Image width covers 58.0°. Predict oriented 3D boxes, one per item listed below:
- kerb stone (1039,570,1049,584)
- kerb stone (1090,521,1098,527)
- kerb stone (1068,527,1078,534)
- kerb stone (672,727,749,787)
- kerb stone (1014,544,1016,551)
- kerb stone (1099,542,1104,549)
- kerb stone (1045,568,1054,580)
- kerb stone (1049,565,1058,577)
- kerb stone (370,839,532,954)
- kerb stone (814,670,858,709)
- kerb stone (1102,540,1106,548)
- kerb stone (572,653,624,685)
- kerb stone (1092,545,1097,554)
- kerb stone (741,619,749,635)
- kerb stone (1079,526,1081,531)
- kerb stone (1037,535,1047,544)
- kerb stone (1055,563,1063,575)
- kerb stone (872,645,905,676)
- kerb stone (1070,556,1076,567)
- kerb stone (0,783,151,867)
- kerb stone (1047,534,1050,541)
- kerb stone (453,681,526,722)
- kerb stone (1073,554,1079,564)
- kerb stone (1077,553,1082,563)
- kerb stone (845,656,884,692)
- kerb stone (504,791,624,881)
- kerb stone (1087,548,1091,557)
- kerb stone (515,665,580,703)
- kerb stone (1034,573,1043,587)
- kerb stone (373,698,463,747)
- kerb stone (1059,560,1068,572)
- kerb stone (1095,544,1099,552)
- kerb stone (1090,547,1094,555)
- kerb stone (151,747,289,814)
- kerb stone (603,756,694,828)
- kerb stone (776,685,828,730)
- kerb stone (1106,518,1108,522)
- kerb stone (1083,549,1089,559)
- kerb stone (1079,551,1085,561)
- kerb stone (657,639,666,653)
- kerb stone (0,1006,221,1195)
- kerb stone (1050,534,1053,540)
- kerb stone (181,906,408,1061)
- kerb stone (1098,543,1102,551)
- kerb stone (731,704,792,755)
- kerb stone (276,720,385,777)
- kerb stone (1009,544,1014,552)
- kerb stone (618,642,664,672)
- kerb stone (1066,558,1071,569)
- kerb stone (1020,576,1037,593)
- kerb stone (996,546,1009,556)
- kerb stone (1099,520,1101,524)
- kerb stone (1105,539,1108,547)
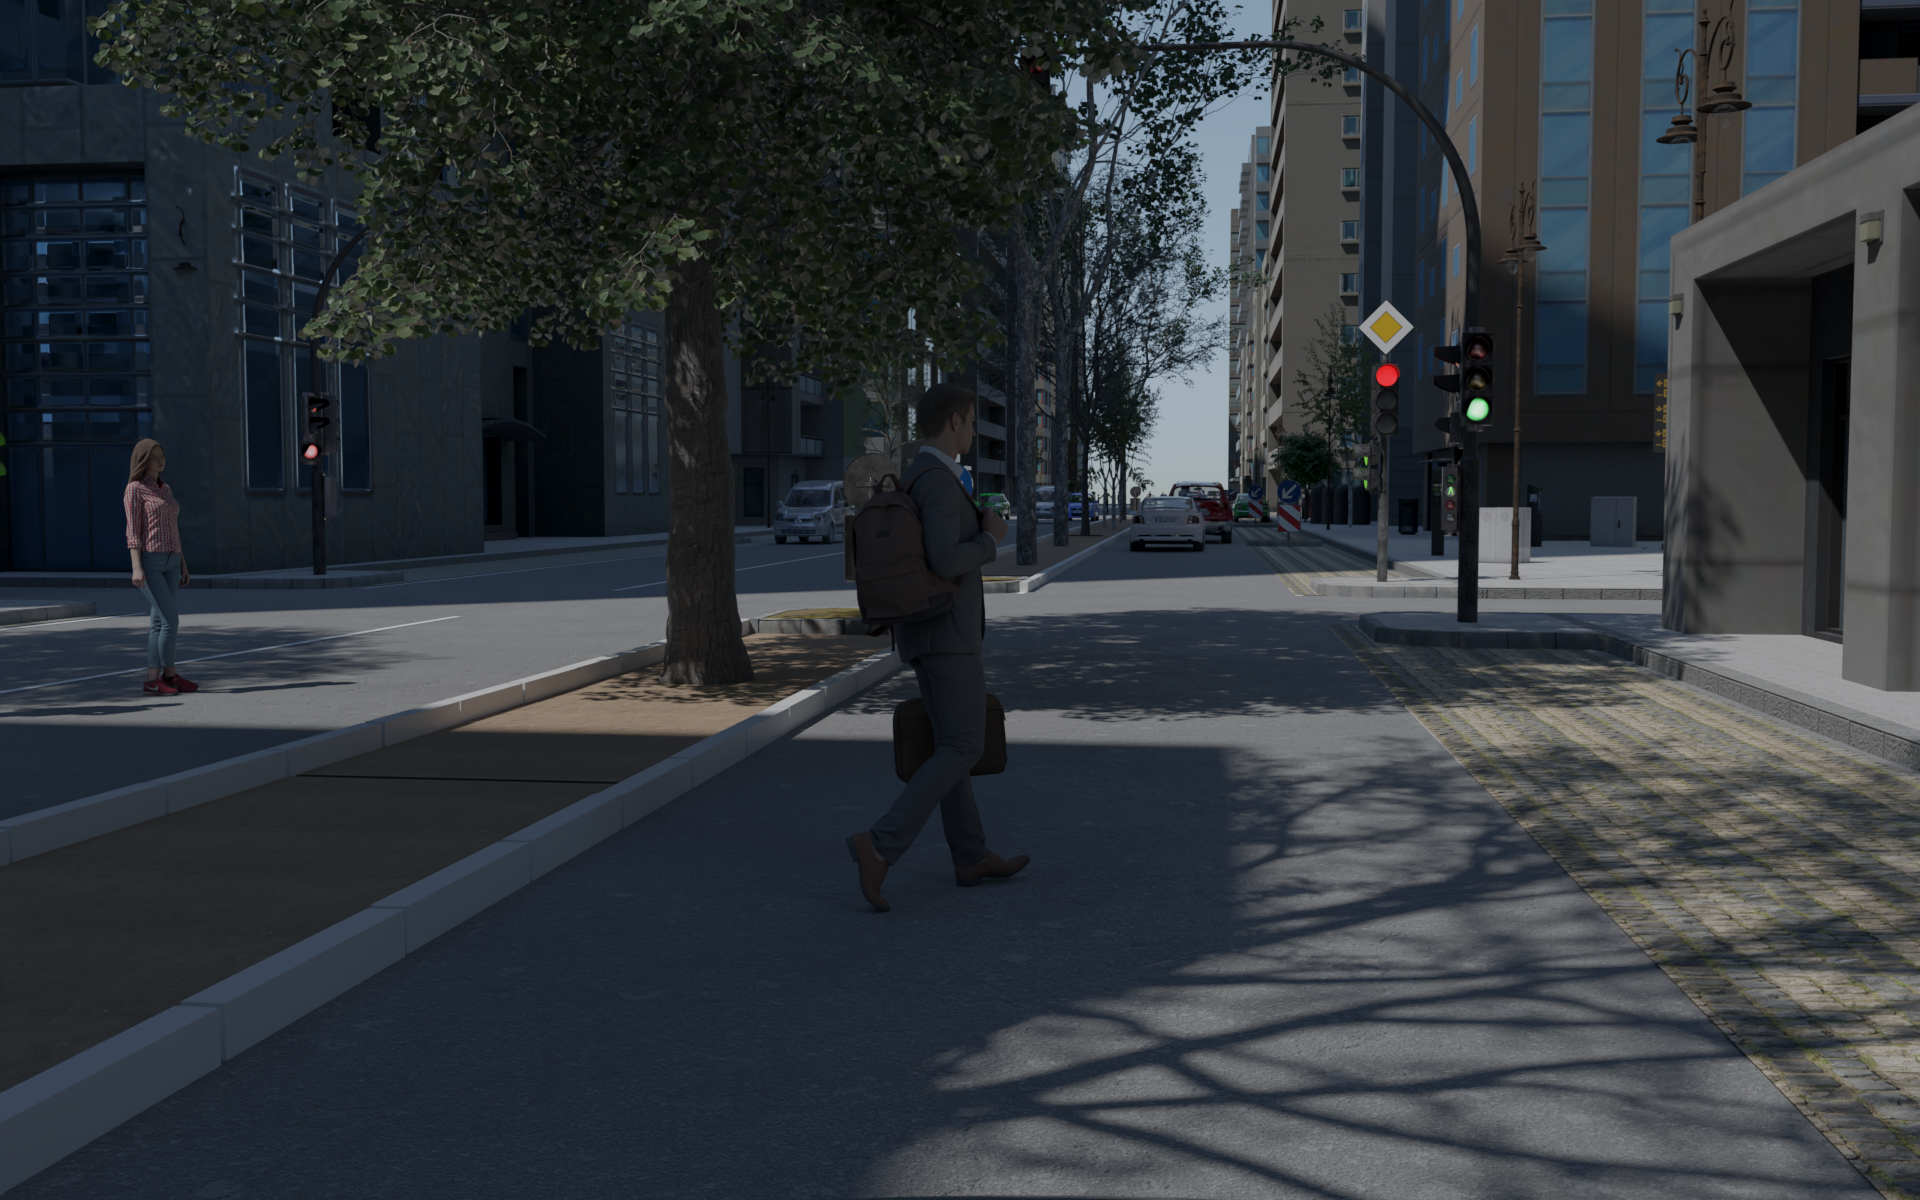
[{"bbox_3d":[1.281,-0.338,27.717,0.120,0.150,1.000,0,4,8],"label":"kerb stone"},{"bbox_3d":[6.004,-3.401,77.809,0.120,0.150,1.000,0,4,8],"label":"kerb stone"},{"bbox_3d":[4.199,-2.594,64.612,0.120,0.150,1.000,0,4,8],"label":"kerb stone"},{"bbox_3d":[-1.292,0.811,8.938,0.120,0.150,1.000,0,4,8],"label":"kerb stone"},{"bbox_3d":[1.281,-1.288,43.257,0.120,0.150,1.000,0,4,8],"label":"kerb stone"},{"bbox_3d":[3.500,-1.333,43.994,0.120,0.150,1.000,0,4,8],"label":"kerb stone"},{"bbox_3d":[1.414,-0.400,28.738,0.120,0.150,1.000,0,4,8],"label":"kerb stone"},{"bbox_3d":[1.546,-0.462,29.754,0.120,0.150,1.000,0,4,8],"label":"kerb stone"},{"bbox_3d":[-1.712,0.997,5.890,0.120,0.150,1.000,0,4,8],"label":"kerb stone"},{"bbox_3d":[-0.878,0.625,11.983,0.120,0.150,1.000,0,4,8],"label":"kerb stone"},{"bbox_3d":[3.643,-1.395,45.007,0.120,0.150,1.000,0,4,8],"label":"kerb stone"},{"bbox_3d":[-2.823,0.544,13.296,0.120,0.150,1.000,0,4,8],"label":"kerb stone"},{"bbox_3d":[3.087,-1.147,40.954,0.120,0.150,1.000,0,4,8],"label":"kerb stone"},{"bbox_3d":[-2.259,0.296,17.351,0.120,0.150,1.000,0,4,8],"label":"kerb stone"},{"bbox_3d":[4.474,-2.718,66.640,0.120,0.150,1.000,0,4,8],"label":"kerb stone"},{"bbox_3d":[2.397,-1.786,51.401,0.120,0.150,1.000,0,4,8],"label":"kerb stone"},{"bbox_3d":[1.694,-0.524,30.768,0.120,0.150,1.000,0,4,8],"label":"kerb stone"},{"bbox_3d":[-0.603,0.500,14.014,0.120,0.150,1.000,0,4,8],"label":"kerb stone"},{"bbox_3d":[2.114,-0.711,33.812,0.120,0.150,1.000,0,4,8],"label":"kerb stone"},{"bbox_3d":[-3.650,0.918,7.188,0.120,0.150,1.000,0,4,8],"label":"kerb stone"},{"bbox_3d":[2.532,-1.846,52.414,0.120,0.150,1.000,0,4,8],"label":"kerb stone"},{"bbox_3d":[-3.094,0.670,11.270,0.120,0.150,1.000,0,4,8],"label":"kerb stone"},{"bbox_3d":[2.246,-0.772,34.831,0.120,0.150,1.000,0,4,8],"label":"kerb stone"},{"bbox_3d":[2.386,-0.835,35.852,0.120,0.150,1.000,0,4,8],"label":"kerb stone"},{"bbox_3d":[-0.737,0.564,12.998,0.120,0.150,1.000,0,4,8],"label":"kerb stone"},{"bbox_3d":[-1.574,0.935,6.913,0.120,0.150,1.000,0,4,8],"label":"kerb stone"},{"bbox_3d":[2.806,-1.023,38.915,0.120,0.150,1.000,0,4,8],"label":"kerb stone"},{"bbox_3d":[-2.950,0.606,12.282,0.120,0.150,1.000,0,4,8],"label":"kerb stone"},{"bbox_3d":[1.136,-0.272,26.705,0.120,0.150,1.000,0,4,8],"label":"kerb stone"},{"bbox_3d":[-3.226,0.731,10.248,0.120,0.150,1.000,0,4,8],"label":"kerb stone"},{"bbox_3d":[1.832,-0.587,31.786,0.120,0.150,1.000,0,4,8],"label":"kerb stone"},{"bbox_3d":[3.225,-1.209,41.966,0.120,0.150,1.000,0,4,8],"label":"kerb stone"},{"bbox_3d":[2.938,-1.085,39.929,0.120,0.150,1.000,0,4,8],"label":"kerb stone"},{"bbox_3d":[-3.510,0.858,8.208,0.120,0.150,1.000,0,4,8],"label":"kerb stone"},{"bbox_3d":[-1.432,0.877,7.925,0.120,0.150,1.000,0,4,8],"label":"kerb stone"},{"bbox_3d":[-1.020,0.687,10.970,0.120,0.150,1.000,0,4,8],"label":"kerb stone"},{"bbox_3d":[7.114,-3.894,85.928,0.120,0.150,1.000,0,4,8],"label":"kerb stone"},{"bbox_3d":[2.667,-0.960,37.897,0.120,0.150,1.000,0,4,8],"label":"kerb stone"},{"bbox_3d":[2.523,-0.895,36.869,0.120,0.150,1.000,0,4,8],"label":"kerb stone"},{"bbox_3d":[-2.538,0.420,15.324,0.120,0.150,1.000,0,4,8],"label":"kerb stone"},{"bbox_3d":[-1.980,1.125,3.852,0.120,0.150,1.000,0,4,8],"label":"kerb stone"},{"bbox_3d":[2.675,-1.911,53.441,0.120,0.150,1.000,0,4,8],"label":"kerb stone"},{"bbox_3d":[-1.846,1.062,4.875,0.120,0.150,1.000,0,4,8],"label":"kerb stone"},{"bbox_3d":[3.363,-1.271,42.979,0.120,0.150,1.000,0,4,8],"label":"kerb stone"},{"bbox_3d":[-1.155,0.751,9.954,0.120,0.150,1.000,0,4,8],"label":"kerb stone"},{"bbox_3d":[-3.370,0.796,9.227,0.120,0.150,1.000,0,4,8],"label":"kerb stone"},{"bbox_3d":[1.139,-1.226,42.245,0.120,0.150,1.000,0,4,8],"label":"kerb stone"},{"bbox_3d":[-2.674,0.485,14.311,0.120,0.150,1.000,0,4,8],"label":"kerb stone"},{"bbox_3d":[1.967,-0.648,32.801,0.120,0.150,1.000,0,4,8],"label":"kerb stone"},{"bbox_3d":[0.996,-0.213,25.693,0.120,0.150,1.000,0,4,8],"label":"kerb stone"},{"bbox_3d":[1.001,-1.159,41.230,0.120,0.150,1.000,0,4,8],"label":"kerb stone"},{"bbox_3d":[6.278,-3.525,79.836,0.120,0.150,1.000,0,4,8],"label":"kerb stone"},{"bbox_3d":[3.772,-1.457,46.025,0.120,0.150,1.000,0,4,8],"label":"kerb stone"}]
